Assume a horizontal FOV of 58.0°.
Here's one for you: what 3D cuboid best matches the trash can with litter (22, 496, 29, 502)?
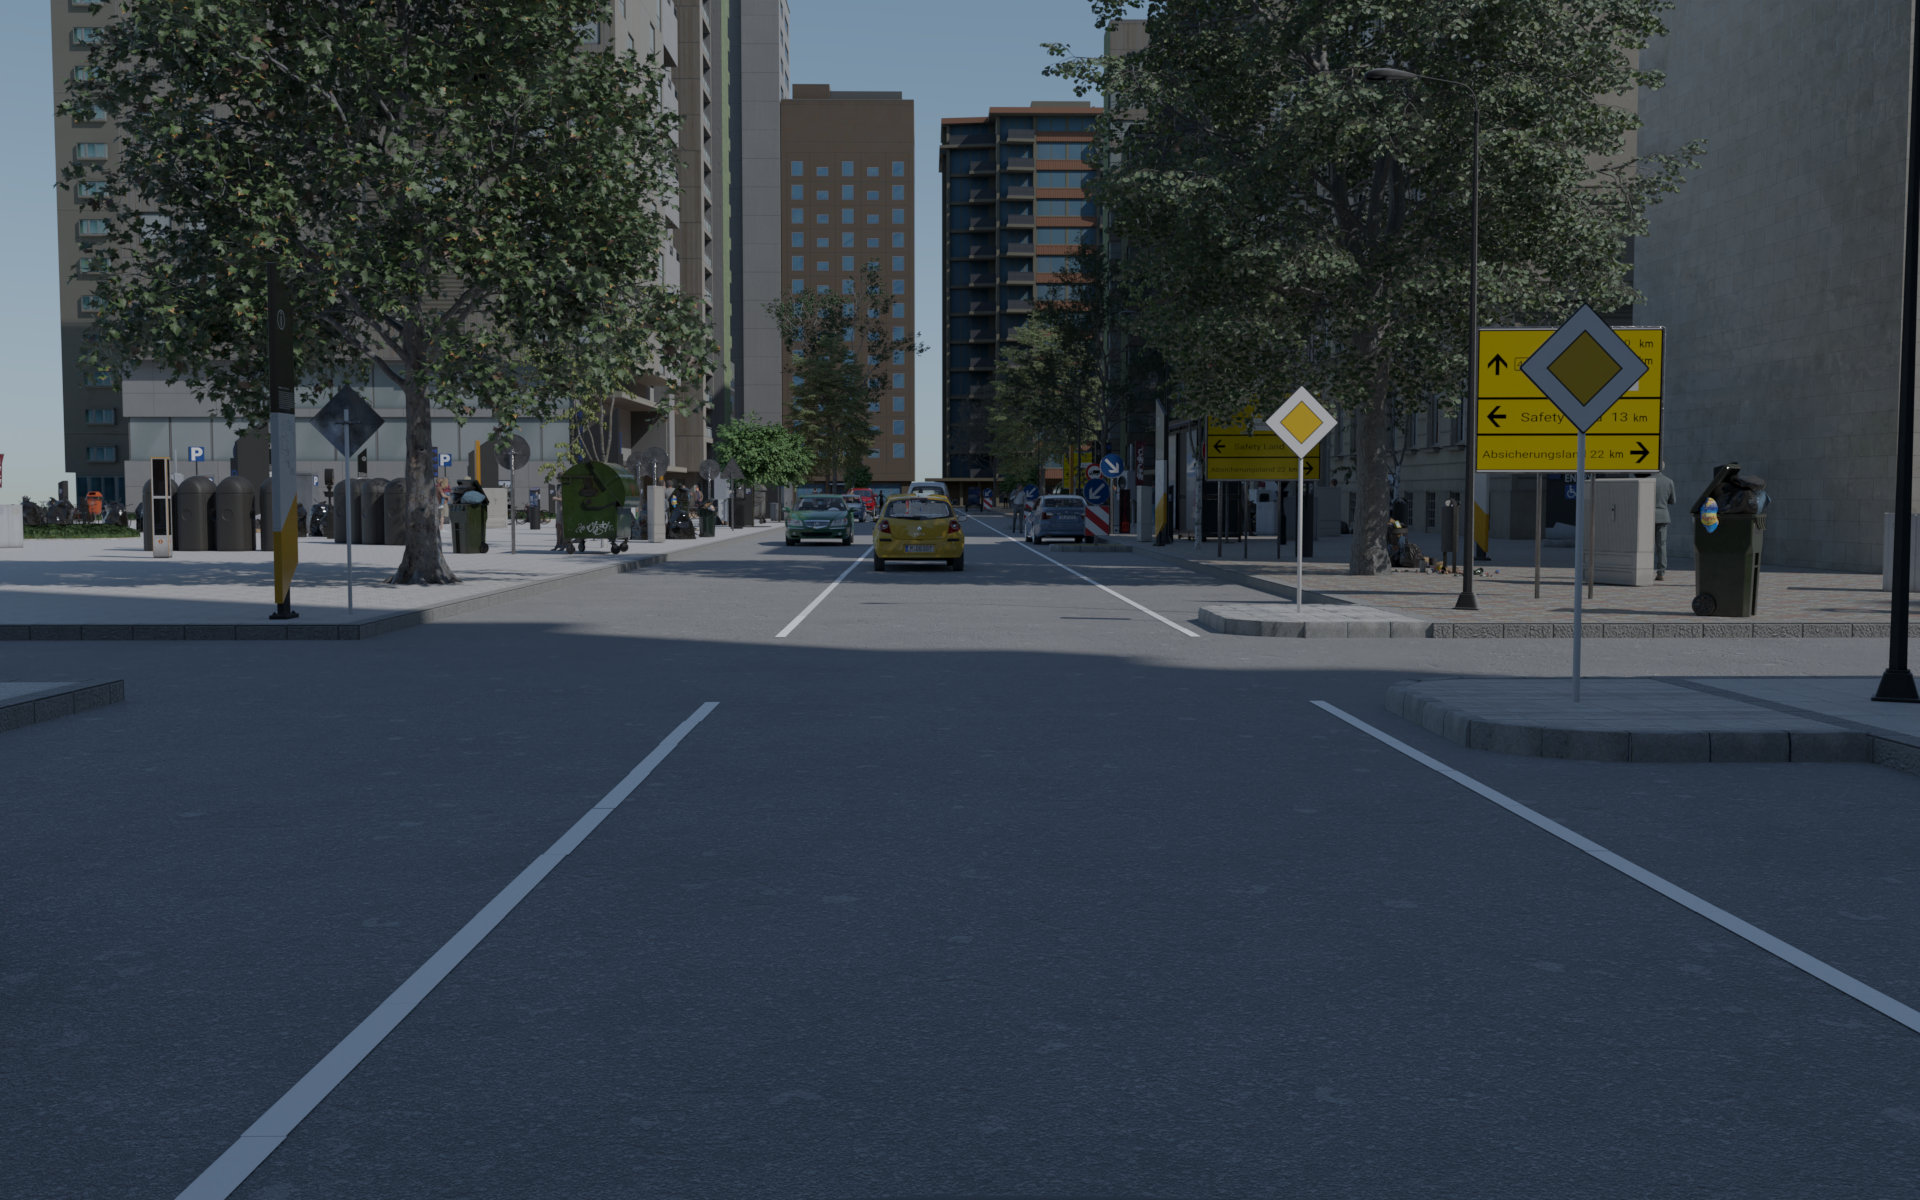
[{"bbox_3d":[-44.310,-4.319,81.666,1.678,1.210,2.233,-1,4,-8],"label":"trash can with litter"}]

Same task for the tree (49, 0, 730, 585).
[{"bbox_3d":[-7.874,-6.583,24.641,9.611,12.733,9.660,0,3,0],"label":"tree"}]

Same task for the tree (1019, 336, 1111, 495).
[{"bbox_3d":[5.055,-7.858,78.835,4.360,8.622,3.978,0,3,0],"label":"tree"}]

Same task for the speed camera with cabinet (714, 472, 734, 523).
[{"bbox_3d":[-10.066,-4.863,73.841,0.660,3.252,2.038,0,4,1],"label":"speed camera with cabinet"}]

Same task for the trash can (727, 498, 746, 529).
[{"bbox_3d":[-8.233,-3.192,63.847,0.748,1.137,0.748,0,3,0],"label":"trash can"}]

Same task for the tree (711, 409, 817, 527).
[{"bbox_3d":[-8.085,-5.098,67.071,4.285,4.588,4.351,0,3,0],"label":"tree"}]

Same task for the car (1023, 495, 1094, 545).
[{"bbox_3d":[2.880,-2.347,50.374,2.014,1.417,4.499,0,4,-2],"label":"car"}]

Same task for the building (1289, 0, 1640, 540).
[{"bbox_3d":[22.436,-14.006,62.284,16.112,22.955,30.059,0,4,-1],"label":"building"}]

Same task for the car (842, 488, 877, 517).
[{"bbox_3d":[-6.397,-6.250,110.861,2.281,1.827,5.304,0,4,0],"label":"car"}]

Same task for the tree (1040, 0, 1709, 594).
[{"bbox_3d":[6.404,-7.366,27.091,9.857,13.997,8.962,0,3,0],"label":"tree"}]

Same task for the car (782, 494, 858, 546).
[{"bbox_3d":[-3.978,-2.304,49.464,2.131,1.459,4.920,0,4,-2],"label":"car"}]

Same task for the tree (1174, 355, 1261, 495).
[{"bbox_3d":[11.024,-7.587,74.403,4.360,8.622,3.978,0,3,0],"label":"tree"}]

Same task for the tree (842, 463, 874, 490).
[{"bbox_3d":[-9.795,-11.120,165.522,4.285,4.588,4.351,0,3,0],"label":"tree"}]

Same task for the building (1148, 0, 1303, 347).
[{"bbox_3d":[24.373,-28.262,116.703,22.147,44.769,28.867,0,4,-1],"label":"building"}]

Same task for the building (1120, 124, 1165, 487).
[{"bbox_3d":[19.654,-22.444,138.654,14.160,30.474,14.107,0,4,-1],"label":"building"}]

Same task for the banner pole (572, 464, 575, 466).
[{"bbox_3d":[-18.485,-5.711,83.393,0.401,3.779,0.863,-3,4,-39],"label":"banner pole"}]

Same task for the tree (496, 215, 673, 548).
[{"bbox_3d":[-8.706,-5.562,41.294,4.737,8.622,4.395,0,3,0],"label":"tree"}]

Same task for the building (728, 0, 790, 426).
[{"bbox_3d":[-33.399,-39.956,195.277,28.212,58.520,21.231,0,4,-1],"label":"building"}]

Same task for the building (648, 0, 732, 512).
[{"bbox_3d":[-24.673,-27.149,127.488,14.154,41.232,14.086,0,4,-1],"label":"building"}]

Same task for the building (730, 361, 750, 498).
[{"bbox_3d":[-34.402,-51.073,147.707,31.000,86.520,22.319,0,4,-1],"label":"building"}]

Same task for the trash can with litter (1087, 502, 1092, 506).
[{"bbox_3d":[6.233,-4.470,84.470,1.055,1.170,0.624,1,4,18],"label":"trash can with litter"}]

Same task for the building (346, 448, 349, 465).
[{"bbox_3d":[-76.434,-25.698,191.863,14.107,30.474,14.160,0,4,-1],"label":"building"}]

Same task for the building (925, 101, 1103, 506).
[{"bbox_3d":[10.437,-33.112,195.997,28.867,44.769,22.147,0,4,-1],"label":"building"}]

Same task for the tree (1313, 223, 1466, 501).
[{"bbox_3d":[11.324,-5.789,45.009,4.360,8.622,3.978,0,3,0],"label":"tree"}]

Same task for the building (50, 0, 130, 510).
[{"bbox_3d":[-61.635,-32.096,148.465,21.600,48.544,21.300,0,4,-1],"label":"building"}]

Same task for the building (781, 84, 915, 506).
[{"bbox_3d":[-12.134,-33.188,192.735,14.200,45.320,14.600,0,4,-1],"label":"building"}]

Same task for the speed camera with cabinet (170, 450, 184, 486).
[{"bbox_3d":[-34.794,-5.109,77.872,0.660,3.252,2.038,2,4,26],"label":"speed camera with cabinet"}]

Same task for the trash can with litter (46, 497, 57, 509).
[{"bbox_3d":[-38.151,-3.799,73.502,1.055,1.170,0.624,-3,4,-37],"label":"trash can with litter"}]

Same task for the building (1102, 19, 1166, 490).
[{"bbox_3d":[19.477,-28.739,153.472,14.154,41.232,14.086,0,4,-1],"label":"building"}]

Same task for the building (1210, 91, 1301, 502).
[{"bbox_3d":[18.581,-14.126,85.712,10.420,20.320,16.860,0,4,-1],"label":"building"}]

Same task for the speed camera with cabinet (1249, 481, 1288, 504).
[{"bbox_3d":[11.163,-4.204,63.076,0.660,3.252,2.038,3,5,43],"label":"speed camera with cabinet"}]

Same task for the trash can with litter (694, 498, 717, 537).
[{"bbox_3d":[-7.738,-2.442,51.308,1.055,1.170,0.624,0,4,4],"label":"trash can with litter"}]

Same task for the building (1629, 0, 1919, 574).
[{"bbox_3d":[23.050,-10.846,32.089,16.860,20.320,10.420,0,4,-1],"label":"building"}]

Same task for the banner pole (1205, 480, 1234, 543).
[{"bbox_3d":[6.739,-3.363,44.995,0.863,3.779,0.401,-1,4,-17],"label":"banner pole"}]

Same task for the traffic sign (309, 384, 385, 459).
[{"bbox_3d":[-6.517,-0.993,18.424,0.795,2.593,0.064,0,4,-1],"label":"traffic sign"}]

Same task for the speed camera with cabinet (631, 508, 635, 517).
[{"bbox_3d":[-13.227,-4.311,64.822,2.038,3.252,0.660,0,4,5],"label":"speed camera with cabinet"}]

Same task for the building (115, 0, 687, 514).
[{"bbox_3d":[-32.259,-31.621,106.240,28.713,52.752,27.495,0,4,-1],"label":"building"}]

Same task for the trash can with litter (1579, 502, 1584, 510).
[{"bbox_3d":[30.720,-4.569,86.090,0.624,1.170,1.055,-3,5,-43],"label":"trash can with litter"}]

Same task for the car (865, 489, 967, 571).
[{"bbox_3d":[-0.840,-1.429,33.594,2.015,1.641,3.980,0,4,-3],"label":"car"}]

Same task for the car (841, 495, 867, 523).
[{"bbox_3d":[-5.741,-4.692,88.718,2.014,1.417,4.499,0,4,-1],"label":"car"}]

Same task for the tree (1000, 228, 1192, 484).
[{"bbox_3d":[4.927,-7.783,61.664,7.601,10.594,8.767,-1,4,-9],"label":"tree"}]

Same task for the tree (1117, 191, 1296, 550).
[{"bbox_3d":[5.743,-5.468,39.771,4.737,8.622,4.395,0,3,0],"label":"tree"}]

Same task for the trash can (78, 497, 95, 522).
[{"bbox_3d":[-40.385,-4.189,80.142,0.748,1.137,0.748,0,3,0],"label":"trash can"}]

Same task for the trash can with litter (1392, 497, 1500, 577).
[{"bbox_3d":[7.867,-1.021,27.758,1.678,1.210,2.233,0,4,-1],"label":"trash can with litter"}]

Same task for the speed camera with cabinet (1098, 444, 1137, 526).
[{"bbox_3d":[6.272,-4.576,69.149,0.660,3.252,2.038,-2,4,-31],"label":"speed camera with cabinet"}]
